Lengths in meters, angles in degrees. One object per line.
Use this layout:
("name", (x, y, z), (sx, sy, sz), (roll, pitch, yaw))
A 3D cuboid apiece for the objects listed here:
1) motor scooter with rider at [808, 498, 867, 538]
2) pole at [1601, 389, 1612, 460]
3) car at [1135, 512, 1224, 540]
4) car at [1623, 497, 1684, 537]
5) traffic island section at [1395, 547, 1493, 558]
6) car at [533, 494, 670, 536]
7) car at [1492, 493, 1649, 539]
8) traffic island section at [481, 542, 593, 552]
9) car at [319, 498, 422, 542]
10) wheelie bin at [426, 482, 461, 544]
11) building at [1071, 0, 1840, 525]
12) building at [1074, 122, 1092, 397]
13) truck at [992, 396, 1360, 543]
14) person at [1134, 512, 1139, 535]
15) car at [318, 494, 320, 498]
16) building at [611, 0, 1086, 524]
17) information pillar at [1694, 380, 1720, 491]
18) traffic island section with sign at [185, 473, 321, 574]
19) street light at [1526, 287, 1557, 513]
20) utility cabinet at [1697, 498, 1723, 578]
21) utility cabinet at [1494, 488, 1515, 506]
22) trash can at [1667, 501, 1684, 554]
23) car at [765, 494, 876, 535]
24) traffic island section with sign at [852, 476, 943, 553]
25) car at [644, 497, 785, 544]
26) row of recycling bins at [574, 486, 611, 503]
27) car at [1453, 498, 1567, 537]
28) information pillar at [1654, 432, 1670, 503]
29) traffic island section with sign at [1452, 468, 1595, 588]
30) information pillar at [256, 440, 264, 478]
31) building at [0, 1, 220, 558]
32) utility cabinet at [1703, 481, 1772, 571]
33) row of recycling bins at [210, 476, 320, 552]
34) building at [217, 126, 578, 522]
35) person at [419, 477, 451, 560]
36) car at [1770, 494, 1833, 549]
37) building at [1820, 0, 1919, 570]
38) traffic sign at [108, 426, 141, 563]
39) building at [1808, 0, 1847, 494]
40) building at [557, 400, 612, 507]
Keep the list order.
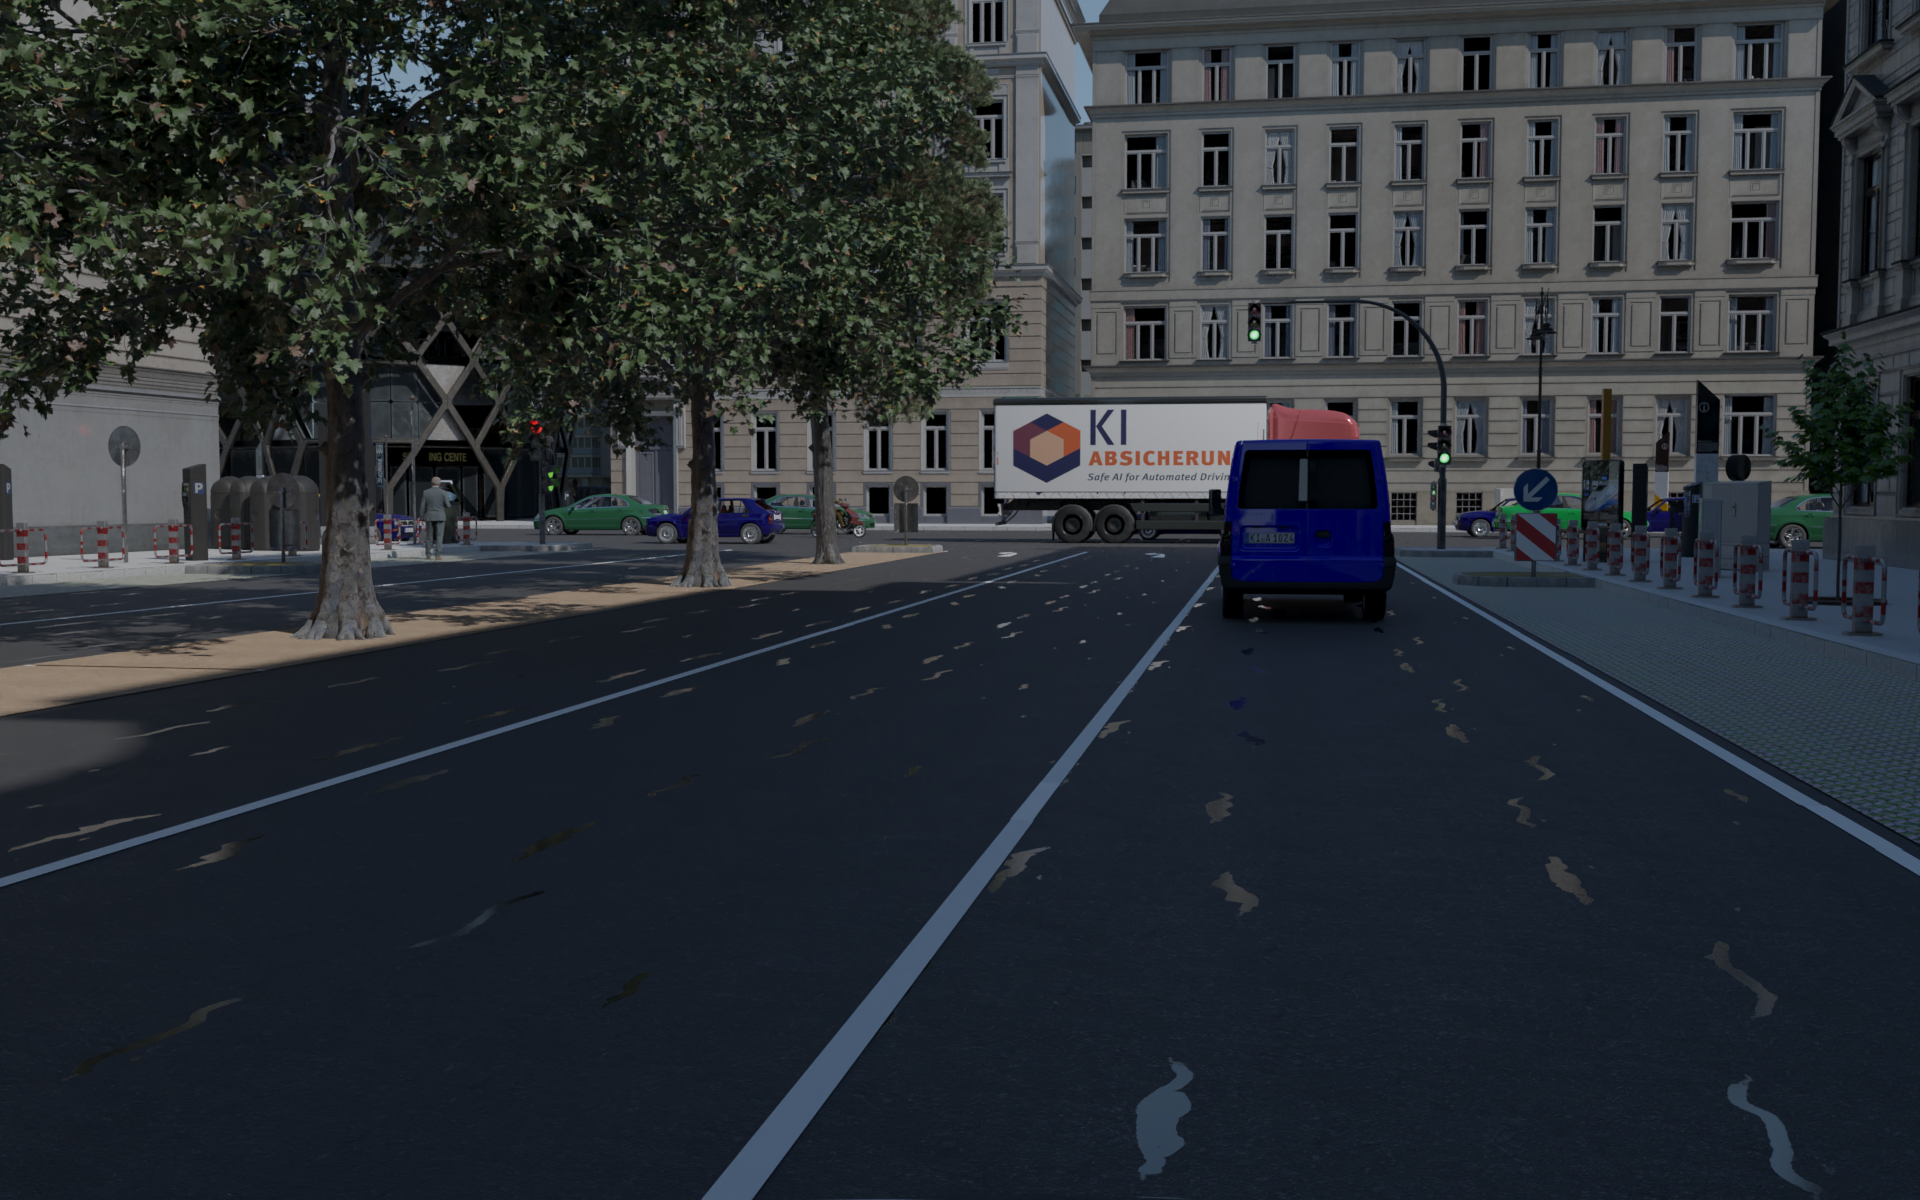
("motor scooter with rider", (-4.055, -2.936, 56.965), (1.986, 1.779, 0.876), (1, 4, 10))
("pole", (12.524, -2.433, 33.621), (0.158, 3.312, 0.155), (0, 3, 0))
("car", (7.176, -2.563, 54.482), (3.894, 1.354, 1.945), (1, 4, 10))
("car", (23.581, -2.745, 57.453), (3.894, 1.354, 1.945), (1, 4, 12))
("traffic island section", (11.223, -1.105, 40.349), (2.009, 0.180, 2.903), (1, 4, 10))
("car", (-12.582, -3.000, 60.854), (4.920, 1.459, 2.131), (1, 4, 9))
("car", (19.430, -2.838, 55.192), (4.718, 1.807, 1.959), (1, 4, 11))
("traffic island section", (-10.706, -1.349, 44.345), (2.009, 0.180, 2.903), (1, 4, 10))
("car", (-17.272, -2.216, 48.813), (3.894, 1.354, 1.945), (1, 4, 11))
("wheelie bin", (-13.351, -2.255, 44.770), (0.980, 1.594, 0.693), (2, 4, 33))
("building", (20.810, -14.930, 77.396), (30.059, 22.955, 16.112), (1, 4, 10))
("building", (14.259, -40.145, 245.603), (27.495, 52.752, 28.713), (1, 4, 10))
("truck", (6.701, -3.791, 50.889), (11.283, 4.237, 2.839), (1, 4, 9))
("person", (6.263, -3.139, 61.286), (0.517, 1.644, 0.566), (-2, 4, -30))
("car", (-25.540, -3.616, 69.346), (3.980, 1.641, 2.015), (1, 4, 12))
("building", (-4.941, -18.026, 80.631), (20.117, 28.700, 13.634), (1, 4, 10))
("information pillar", (15.321, -2.705, 35.589), (0.504, 3.616, 0.183), (0, 4, -1))
("traffic island section with sign", (-12.684, -1.407, 31.639), (1.989, 1.847, 2.006), (1, 4, 10))
("street light", (13.003, -4.041, 38.857), (0.468, 5.910, 1.993), (1, 4, 10))
("utility cabinet", (11.629, -0.959, 26.847), (0.306, 1.237, 1.020), (1, 4, 20))
("utility cabinet", (30.009, -5.326, 95.761), (1.173, 1.500, 0.318), (2, 4, 30))
("trash can", (15.468, -1.548, 36.967), (0.748, 1.137, 0.748), (0, 3, 0))
("car", (-5.443, -3.082, 62.182), (4.920, 1.459, 2.131), (1, 4, 10))
("traffic island section with sign", (-1.470, -2.126, 42.903), (2.006, 1.907, 1.989), (1, 4, 10))
("car", (-7.136, -2.314, 50.407), (3.894, 1.354, 1.945), (1, 4, 9))
("row of recycling bins", (-18.048, -4.775, 85.191), (1.069, 1.692, 3.534), (-3, 4, -37))
("car", (18.537, -2.770, 57.872), (3.894, 1.354, 1.945), (1, 4, 10))
("information pillar", (26.364, -4.506, 65.029), (0.504, 3.616, 0.183), (3, 4, 36))
("traffic island section with sign", (8.883, -1.149, 27.417), (1.989, 1.847, 2.006), (1, 4, 10))
("information pillar", (-30.649, -5.170, 75.885), (0.504, 3.616, 0.183), (3, 4, 36))
("building", (-27.306, -11.552, 38.034), (18.267, 20.994, 9.793), (1, 4, 10))
("utility cabinet", (13.034, -1.250, 29.115), (0.318, 1.500, 1.173), (-1, 4, -22))
("row of recycling bins", (-15.965, -1.993, 39.696), (3.534, 1.692, 1.069), (2, 4, 35))
("building", (-28.434, -13.379, 86.202), (16.811, 18.784, 16.820), (1, 4, 10))
("person", (-11.404, -1.774, 37.678), (0.661, 1.801, 0.590), (-1, 4, -10))
("car", (23.198, -2.080, 45.811), (4.920, 1.459, 2.131), (1, 4, 9))
("building", (20.125, -9.751, 24.060), (10.561, 19.102, 19.286), (1, 4, 10))
("traffic sign", (-15.596, -1.970, 32.310), (0.768, 2.556, 0.104), (1, 4, 20))
("building", (43.726, -14.812, 71.854), (15.834, 23.373, 12.332), (1, 4, 10))
("building", (-39.720, -30.499, 190.540), (23.993, 40.220, 32.217), (1, 4, 10))
